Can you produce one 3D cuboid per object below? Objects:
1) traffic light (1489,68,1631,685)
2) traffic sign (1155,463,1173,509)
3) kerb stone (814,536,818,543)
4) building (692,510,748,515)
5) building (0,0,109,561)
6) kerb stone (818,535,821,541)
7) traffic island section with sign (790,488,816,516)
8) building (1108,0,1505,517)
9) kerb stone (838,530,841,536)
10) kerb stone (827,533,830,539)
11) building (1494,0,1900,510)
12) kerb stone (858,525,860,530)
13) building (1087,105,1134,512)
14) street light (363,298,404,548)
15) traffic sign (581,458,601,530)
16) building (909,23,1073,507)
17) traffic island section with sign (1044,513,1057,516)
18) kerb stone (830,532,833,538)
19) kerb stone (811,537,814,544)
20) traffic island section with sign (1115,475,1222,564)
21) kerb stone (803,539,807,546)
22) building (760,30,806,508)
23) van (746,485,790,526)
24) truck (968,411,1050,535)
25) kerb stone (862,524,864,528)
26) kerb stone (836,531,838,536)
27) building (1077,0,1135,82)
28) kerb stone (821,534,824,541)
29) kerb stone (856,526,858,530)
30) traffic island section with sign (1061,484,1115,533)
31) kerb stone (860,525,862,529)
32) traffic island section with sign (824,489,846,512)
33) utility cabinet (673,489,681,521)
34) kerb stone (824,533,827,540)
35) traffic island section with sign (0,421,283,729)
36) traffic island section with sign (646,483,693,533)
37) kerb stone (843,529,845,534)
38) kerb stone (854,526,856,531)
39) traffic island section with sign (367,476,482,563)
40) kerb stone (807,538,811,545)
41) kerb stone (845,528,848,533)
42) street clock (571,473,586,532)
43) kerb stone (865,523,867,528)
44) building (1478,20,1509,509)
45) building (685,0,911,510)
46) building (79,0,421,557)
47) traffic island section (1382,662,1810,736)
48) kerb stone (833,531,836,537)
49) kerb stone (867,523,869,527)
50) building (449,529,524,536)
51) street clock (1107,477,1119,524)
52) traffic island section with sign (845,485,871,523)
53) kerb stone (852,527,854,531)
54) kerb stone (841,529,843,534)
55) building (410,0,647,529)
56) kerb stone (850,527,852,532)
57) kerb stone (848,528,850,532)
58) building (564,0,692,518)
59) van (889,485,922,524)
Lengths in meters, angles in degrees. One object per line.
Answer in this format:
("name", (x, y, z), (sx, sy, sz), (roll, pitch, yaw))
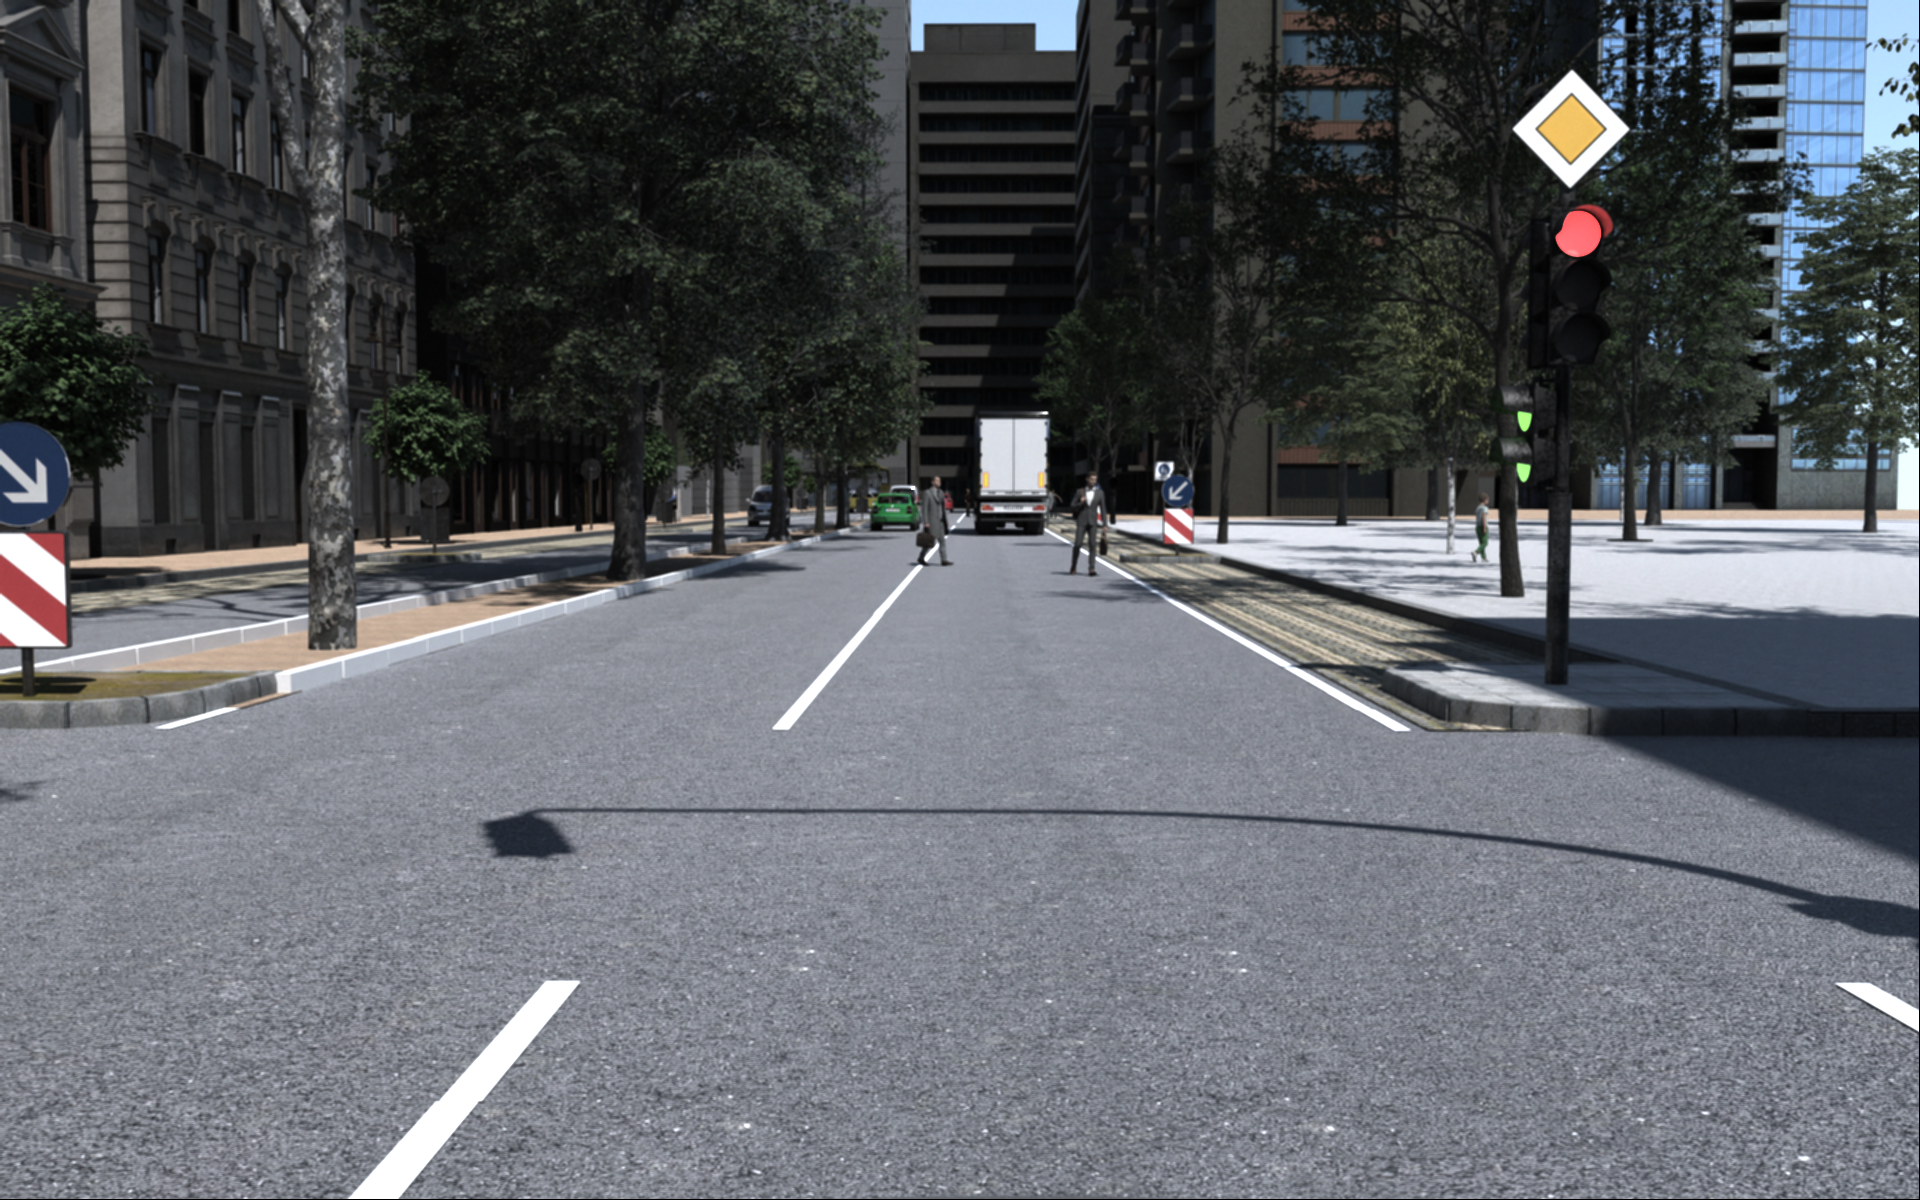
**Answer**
("traffic light", (4.019, -1.388, 11.610), (0.839, 4.253, 0.868), (0, 4, 1))
("traffic sign", (6.482, -3.237, 55.047), (0.606, 2.300, 0.079), (0, 4, 8))
("kerb stone", (-4.360, -1.750, 50.824), (0.120, 0.150, 1.000), (0, 4, 1))
("building", (-25.765, -35.063, 115.275), (21.231, 58.520, 28.212), (0, 4, 1))
("building", (-22.141, -11.466, 23.619), (11.583, 22.565, 21.152), (0, 4, 1))
("kerb stone", (-4.347, -1.814, 51.854), (0.120, 0.150, 1.000), (0, 4, 1))
("traffic island section with sign", (-10.366, -6.425, 113.679), (1.989, 1.847, 2.006), (0, 4, 1))
("building", (21.257, -27.852, 110.004), (22.147, 44.769, 28.867), (0, 4, 1))
("kerb stone", (-4.246, -2.253, 59.038), (0.120, 0.150, 1.000), (0, 4, 1))
("kerb stone", (-4.306, -2.002, 54.927), (0.120, 0.150, 1.000), (0, 4, 1))
("building", (61.240, -51.007, 146.643), (31.000, 86.520, 22.319), (0, 4, 1))
("kerb stone", (-4.138, -2.818, 68.271), (0.120, 0.150, 1.000), (0, 4, 1))
("building", (16.653, -22.034, 131.954), (14.160, 30.474, 14.107), (0, 4, 1))
("street light", (-13.598, -4.172, 40.995), (0.468, 5.910, 1.993), (0, 4, 1))
("traffic sign", (-13.184, -3.777, 61.859), (0.768, 2.556, 0.104), (1, 4, 9))
("building", (5.670, -34.208, 183.004), (21.600, 48.544, 21.300), (0, 4, 1))
("traffic island section with sign", (5.365, -6.412, 113.469), (1.989, 1.847, 2.006), (0, 4, 1))
("kerb stone", (-4.293, -2.064, 55.949), (0.120, 0.150, 1.000), (0, 4, 1))
("kerb stone", (-4.366, -1.687, 49.798), (0.120, 0.150, 1.000), (0, 4, 1))
("traffic island section with sign", (4.379, -1.694, 36.320), (1.989, 1.847, 2.006), (0, 4, 1))
("kerb stone", (-4.392, -1.563, 47.742), (0.120, 0.150, 1.000), (0, 4, 1))
("building", (-28.824, -30.277, 149.660), (28.867, 44.769, 22.147), (0, 4, 1))
("van", (-8.633, -4.364, 78.358), (2.013, 2.044, 4.112), (0, 4, -1))
("truck", (1.769, -4.613, 64.337), (2.839, 4.237, 11.283), (0, 4, 0))
("kerb stone", (-4.113, -2.944, 70.323), (0.120, 0.150, 1.000), (0, 4, 1))
("kerb stone", (-4.261, -2.190, 58.007), (0.120, 0.150, 1.000), (0, 4, 1))
("building", (21.147, -32.139, 149.180), (21.300, 48.544, 21.600), (0, 4, 1))
("kerb stone", (-4.328, -1.877, 52.882), (0.120, 0.150, 1.000), (0, 4, 1))
("kerb stone", (-4.144, -2.755, 67.240), (0.120, 0.150, 1.000), (0, 4, 1))
("traffic island section with sign", (4.729, -3.366, 63.657), (1.989, 1.847, 2.006), (0, 4, 1))
("kerb stone", (-4.122, -2.876, 69.295), (0.120, 0.150, 1.000), (0, 4, 1))
("traffic island section with sign", (-10.006, -8.102, 141.102), (1.989, 1.847, 2.006), (0, 4, 1))
("utility cabinet", (-13.218, -4.405, 80.695), (0.318, 1.500, 1.173), (-1, 4, -15))
("kerb stone", (-4.314, -1.939, 53.904), (0.120, 0.150, 1.000), (0, 4, 1))
("traffic island section with sign", (-5.894, -0.206, 11.510), (2.006, 1.907, 1.989), (0, 4, 1))
("traffic island section with sign", (-10.991, -3.403, 64.262), (1.989, 1.847, 2.006), (0, 4, 1))
("kerb stone", (-4.232, -2.379, 61.094), (0.120, 0.150, 1.000), (0, 4, 1))
("kerb stone", (-4.170, -2.687, 66.219), (0.120, 0.150, 1.000), (0, 4, 1))
("traffic island section with sign", (-11.335, -1.731, 36.927), (1.989, 1.847, 2.006), (0, 4, 1))
("kerb stone", (-4.377, -1.625, 48.766), (0.120, 0.150, 1.000), (0, 4, 1))
("kerb stone", (-4.217, -2.442, 62.117), (0.120, 0.150, 1.000), (0, 4, 1))
("street clock", (-12.999, -3.330, 59.014), (0.471, 2.002, 0.358), (0, 4, 4))
("kerb stone", (-4.083, -3.069, 72.380), (0.120, 0.150, 1.000), (0, 4, 1))
("building", (38.619, -30.723, 152.426), (14.200, 45.320, 14.600), (0, 4, 1))
("building", (-19.246, -39.149, 182.088), (28.212, 58.520, 21.231), (0, 4, 1))
("building", (-21.194, -11.883, 43.431), (9.793, 20.994, 18.267), (0, 4, 1))
("traffic island section", (4.058, 0.646, 11.723), (2.009, 0.180, 2.903), (0, 4, 1))
("kerb stone", (-4.280, -2.125, 56.982), (0.120, 0.150, 1.000), (0, 4, 1))
("kerb stone", (-4.073, -3.132, 73.402), (0.120, 0.150, 1.000), (0, 4, 1))
("building", (-21.798, -14.136, 60.803), (12.332, 23.373, 15.834), (0, 4, 1))
("street clock", (6.490, -4.214, 73.473), (0.471, 2.002, 0.358), (-1, 4, -12))
("traffic island section with sign", (-4.946, -4.802, 86.643), (2.006, 1.907, 1.989), (0, 4, 1))
("kerb stone", (-4.177, -2.629, 65.183), (0.120, 0.150, 1.000), (0, 4, 1))
("kerb stone", (-4.240, -2.317, 60.071), (0.120, 0.150, 1.000), (0, 4, 1))
("building", (-21.632, -15.106, 76.660), (12.332, 23.373, 15.834), (0, 4, 1))
("kerb stone", (-4.190, -2.561, 64.161), (0.120, 0.150, 1.000), (0, 4, 1))
("kerb stone", (-4.207, -2.504, 63.139), (0.120, 0.150, 1.000), (0, 4, 1))
("building", (-22.834, -19.715, 94.039), (14.160, 30.474, 14.107), (0, 4, 1))
("van", (-2.678, -4.703, 83.897), (2.013, 2.044, 4.112), (0, 4, 0))
